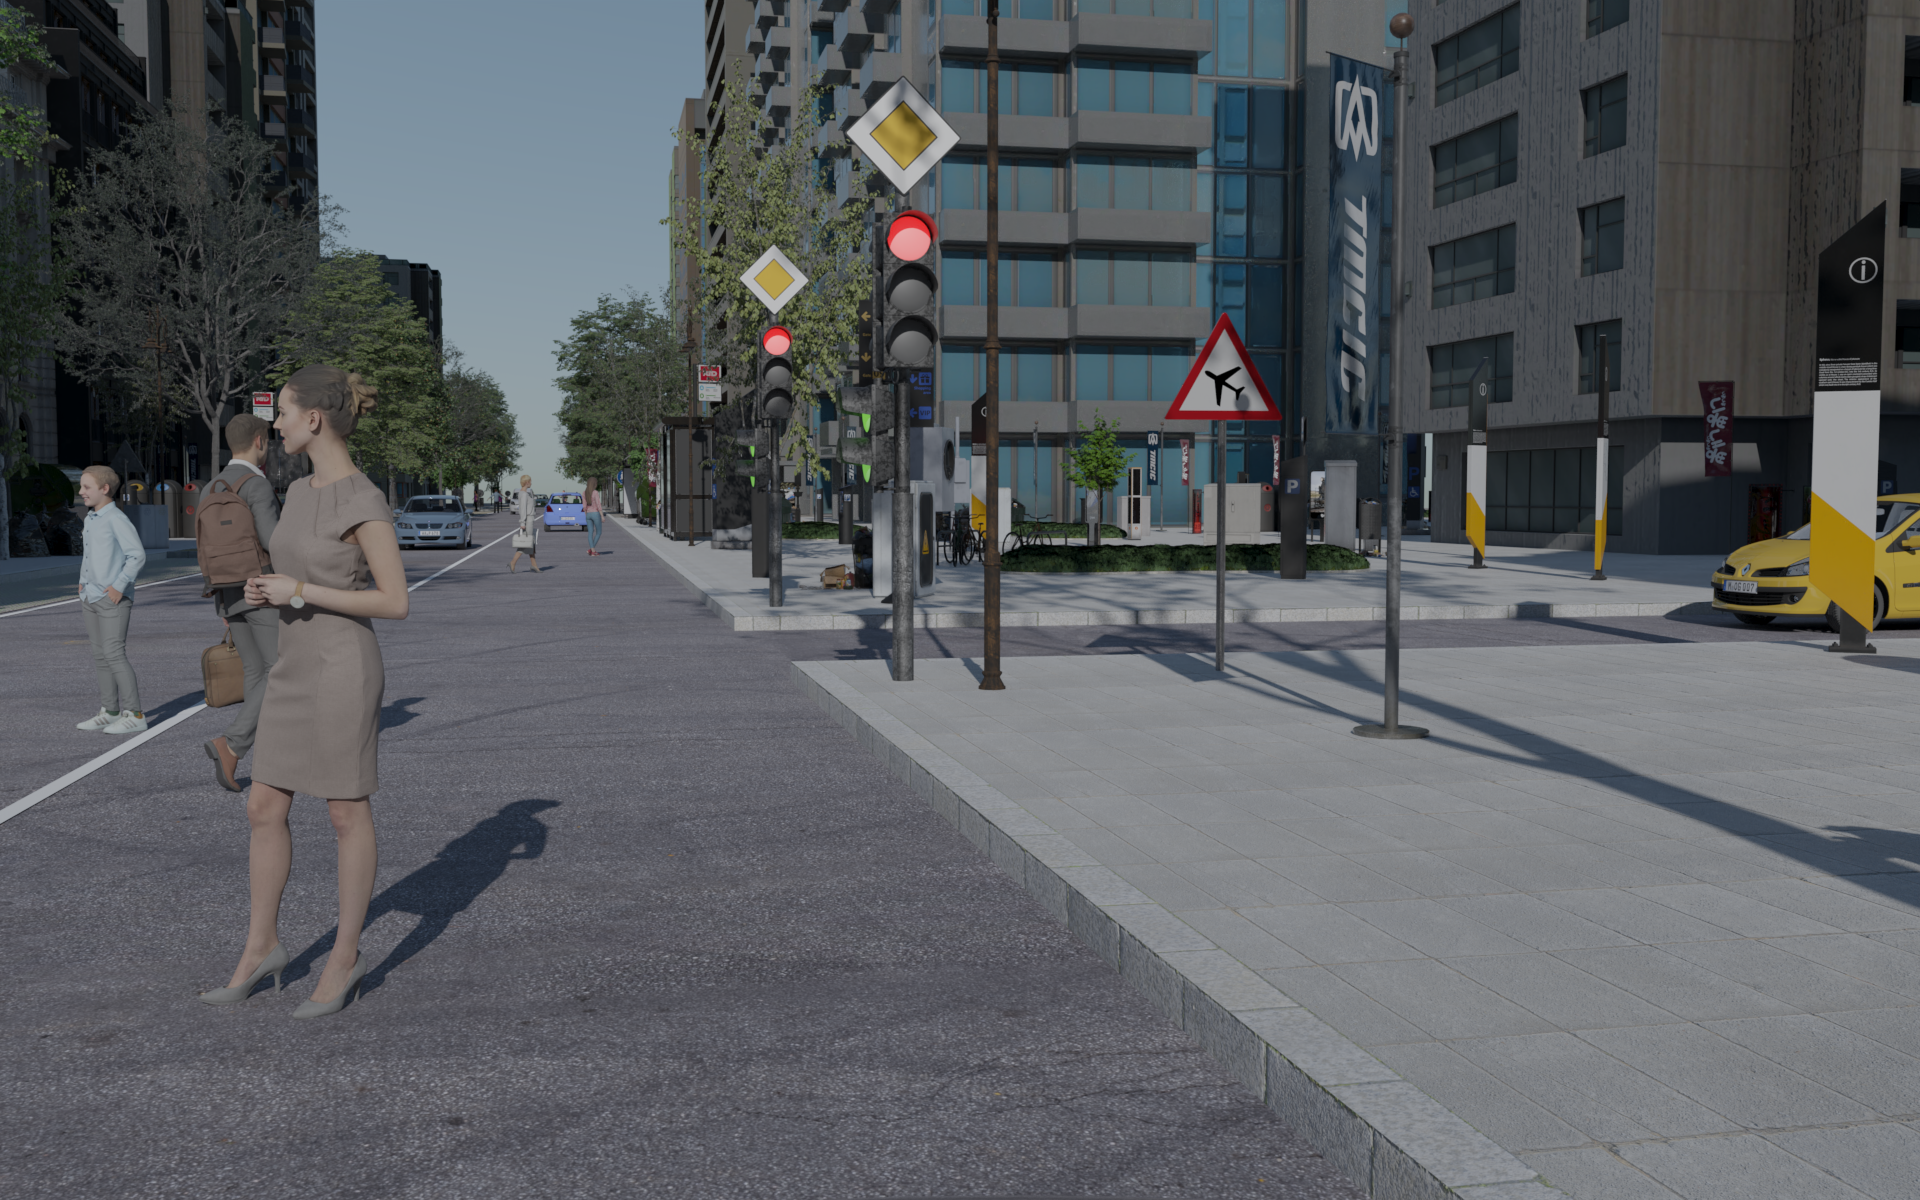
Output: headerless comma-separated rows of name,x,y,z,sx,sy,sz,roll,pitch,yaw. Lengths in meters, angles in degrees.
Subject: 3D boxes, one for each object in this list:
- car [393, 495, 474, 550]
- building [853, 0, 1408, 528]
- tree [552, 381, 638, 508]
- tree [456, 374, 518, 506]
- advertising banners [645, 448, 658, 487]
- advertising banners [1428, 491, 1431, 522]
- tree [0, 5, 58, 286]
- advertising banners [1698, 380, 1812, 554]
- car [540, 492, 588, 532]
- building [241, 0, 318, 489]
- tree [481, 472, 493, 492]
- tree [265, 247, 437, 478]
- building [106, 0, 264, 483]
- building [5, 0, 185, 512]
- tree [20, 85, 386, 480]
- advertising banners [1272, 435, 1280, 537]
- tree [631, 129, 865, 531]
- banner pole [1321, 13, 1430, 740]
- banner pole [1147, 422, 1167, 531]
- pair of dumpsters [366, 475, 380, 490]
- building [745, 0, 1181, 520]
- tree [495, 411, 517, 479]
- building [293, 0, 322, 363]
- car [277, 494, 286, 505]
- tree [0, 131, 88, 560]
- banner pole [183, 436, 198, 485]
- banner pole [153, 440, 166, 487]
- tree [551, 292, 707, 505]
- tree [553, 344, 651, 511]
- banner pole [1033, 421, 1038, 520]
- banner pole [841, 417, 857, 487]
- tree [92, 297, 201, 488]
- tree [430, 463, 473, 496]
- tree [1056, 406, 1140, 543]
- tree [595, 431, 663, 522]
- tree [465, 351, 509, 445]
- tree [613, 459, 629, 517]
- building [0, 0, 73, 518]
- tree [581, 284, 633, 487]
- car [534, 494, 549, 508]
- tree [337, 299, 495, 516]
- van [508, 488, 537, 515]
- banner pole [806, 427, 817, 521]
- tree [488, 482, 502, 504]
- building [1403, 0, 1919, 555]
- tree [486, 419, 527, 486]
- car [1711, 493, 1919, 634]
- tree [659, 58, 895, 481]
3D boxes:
car,-13.848,-2.060,45.688,2.014,1.417,4.499,-1,4,-13
building,5.687,-28.026,77.841,23.786,49.044,30.456,-1,4,-12
tree,-31.347,-14.987,155.407,12.009,13.543,11.850,0,3,0
tree,-51.480,-16.955,183.873,9.857,13.997,8.962,0,3,0
advertising banners,-11.051,-4.274,66.063,2.074,3.025,0.090,1,4,17
advertising banners,21.797,-5.097,79.516,2.074,3.025,0.090,1,4,21
tree,-16.413,-5.994,23.763,9.928,11.665,9.643,0,3,0
advertising banners,12.419,-1.861,26.622,2.074,3.025,0.090,1,4,15
car,-15.193,-3.499,66.803,1.945,1.707,3.694,-1,4,-14
building,-55.162,-28.108,114.190,22.147,44.769,28.867,-1,4,-12
tree,-58.900,-16.286,216.632,4.737,8.622,4.395,0,3,0
tree,-28.356,-9.921,80.330,7.486,12.596,7.792,0,3,0
building,-46.846,-19.742,94.486,14.160,30.474,14.107,-1,4,-12
building,-40.527,-14.775,71.252,12.332,23.373,15.834,-1,4,-12
tree,-22.669,-8.686,52.392,12.009,13.543,11.850,0,3,0
advertising banners,9.779,-3.408,51.901,0.090,3.025,2.074,2,4,35
tree,-3.981,-5.224,35.774,4.360,8.622,3.978,0,3,0
banner pole,2.130,-1.159,8.971,0.863,3.779,0.401,-3,5,-42
banner pole,6.824,-4.290,60.151,0.863,3.779,0.401,-2,4,-30
pair of dumpsters,-30.551,-5.250,88.327,1.574,2.255,4.437,-1,4,-12
building,-2.122,-30.210,113.539,23.786,49.044,30.456,-1,4,-12
tree,-44.705,-14.576,155.322,9.611,12.733,9.660,0,3,0
building,-60.246,-42.771,137.551,20.563,71.187,20.611,-1,4,-12
car,-10.533,-0.947,27.279,2.131,1.459,4.920,-1,4,-12
tree,-18.652,-5.065,33.167,4.737,8.622,4.395,0,3,0
banner pole,-33.024,-5.158,74.347,0.863,3.779,0.401,1,4,16
banner pole,-33.656,-5.064,72.808,0.863,3.779,0.401,1,4,22
tree,-20.650,-12.302,107.796,9.857,13.997,8.962,0,3,0
tree,-25.909,-13.080,130.857,9.611,12.733,9.660,0,3,0
banner pole,2.562,-4.217,58.960,0.401,3.779,0.863,1,4,11
banner pole,-3.622,-4.047,56.191,0.401,3.779,0.863,3,4,38
tree,-30.300,-6.975,64.404,4.360,8.622,3.978,0,3,0
tree,-42.737,-9.895,145.494,4.285,4.588,4.351,0,3,0
tree,3.045,-2.668,38.224,1.663,3.219,1.824,0,3,0
tree,-13.879,-5.903,80.227,4.285,4.588,4.351,0,3,0
tree,-38.961,-13.404,129.524,12.009,13.543,11.850,0,3,0
tree,-18.287,-6.157,95.266,1.663,3.219,1.824,0,3,0
building,-36.971,-12.838,51.696,13.314,21.916,24.055,-1,4,-12
tree,-10.576,-6.654,59.159,4.360,8.622,3.978,0,3,0
car,-40.020,-9.507,165.225,2.009,1.686,4.222,-1,4,-14
tree,-33.566,-11.311,101.944,9.611,12.733,9.660,0,3,0
van,-30.787,-7.031,121.970,2.013,2.044,4.112,-1,4,-12
banner pole,-5.526,-4.572,64.761,0.401,3.779,0.863,2,4,33
tree,-61.345,-14.312,228.603,1.663,3.219,1.824,0,3,0
building,19.789,-16.394,39.737,14.107,30.474,14.160,-1,4,-12
tree,-63.851,-19.181,239.364,9.928,11.665,9.643,0,3,0
car,10.129,-0.517,18.685,3.980,1.641,2.015,-1,4,-14
tree,-3.048,-4.882,30.176,4.737,8.622,4.395,0,3,0
